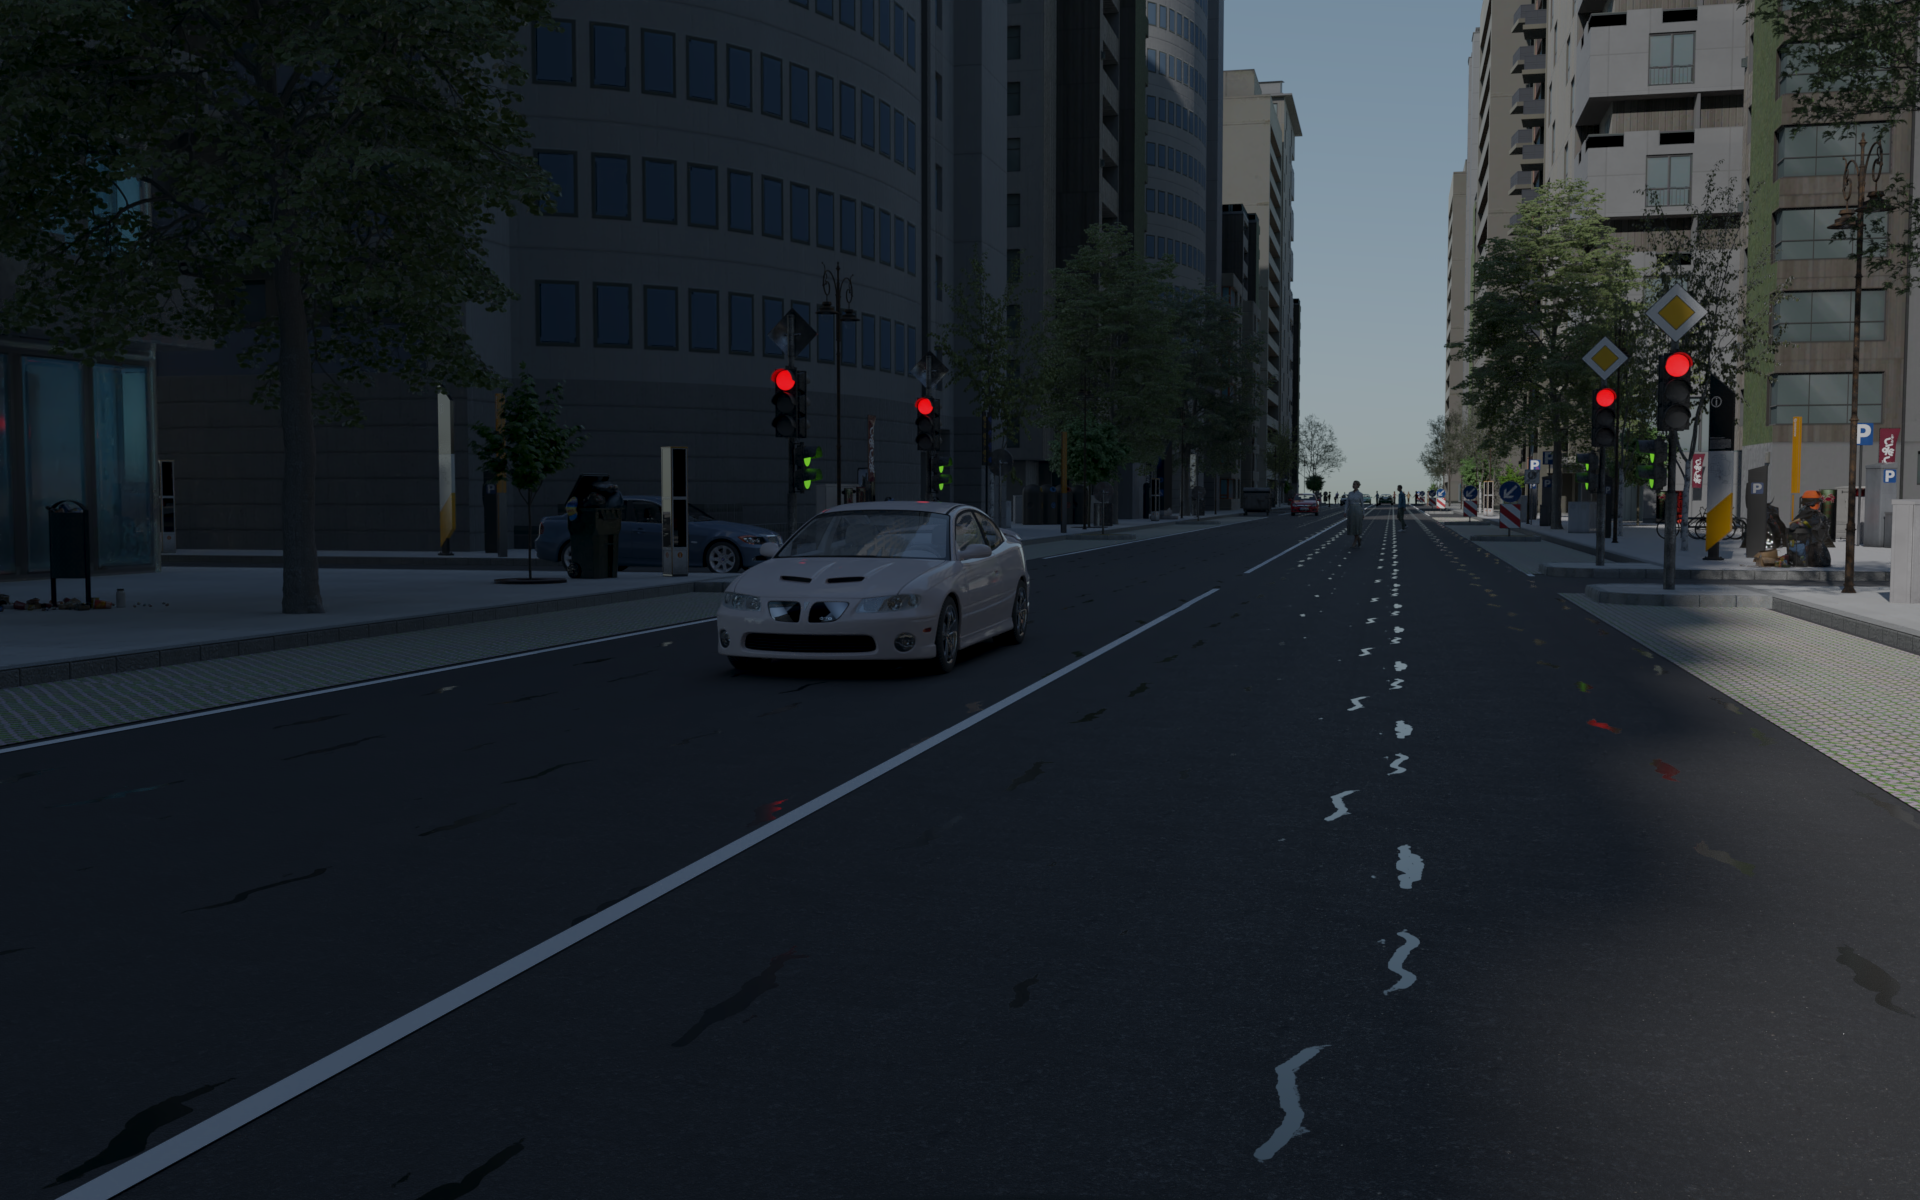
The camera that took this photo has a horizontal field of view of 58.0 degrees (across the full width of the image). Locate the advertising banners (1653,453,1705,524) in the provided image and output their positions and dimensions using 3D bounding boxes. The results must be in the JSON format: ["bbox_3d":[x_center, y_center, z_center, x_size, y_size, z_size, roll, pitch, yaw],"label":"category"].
[{"bbox_3d":[31.072,-4.809,74.809,2.074,3.025,0.090,0,4,7],"label":"advertising banners"}]

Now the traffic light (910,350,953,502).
[{"bbox_3d":[-0.593,-2.752,33.914,0.839,4.253,0.868,1,4,14],"label":"traffic light"}]

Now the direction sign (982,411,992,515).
[{"bbox_3d":[0.736,-3.410,47.752,0.379,3.537,0.876,1,4,17],"label":"direction sign"}]

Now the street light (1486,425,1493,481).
[{"bbox_3d":[31.374,-7.932,102.478,0.468,5.910,1.993,1,4,14],"label":"street light"}]

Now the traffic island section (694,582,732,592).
[{"bbox_3d":[-2.565,-0.246,26.310,2.009,0.180,2.903,1,4,14],"label":"traffic island section"}]

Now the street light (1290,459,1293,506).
[{"bbox_3d":[36.266,-13.271,189.763,0.468,5.910,1.993,1,4,14],"label":"street light"}]

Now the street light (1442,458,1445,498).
[{"bbox_3d":[55.602,-13.846,199.174,0.468,5.910,1.993,1,4,14],"label":"street light"}]

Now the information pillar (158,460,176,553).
[{"bbox_3d":[-17.215,-2.020,37.524,0.304,2.012,0.304,3,5,43],"label":"information pillar"}]

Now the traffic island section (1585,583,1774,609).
[{"bbox_3d":[9.554,-0.062,23.289,2.009,0.180,2.903,1,4,14],"label":"traffic island section"}]

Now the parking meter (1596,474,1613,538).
[{"bbox_3d":[18.747,-2.731,50.371,0.399,1.863,0.255,-2,4,-23],"label":"parking meter"}]

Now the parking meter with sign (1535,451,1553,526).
[{"bbox_3d":[23.606,-4.486,69.612,0.543,3.016,1.738,2,4,23],"label":"parking meter with sign"}]

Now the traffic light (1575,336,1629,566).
[{"bbox_3d":[11.454,-2.569,30.932,0.839,4.253,0.868,1,4,14],"label":"traffic light"}]

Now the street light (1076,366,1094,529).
[{"bbox_3d":[4.518,-5.494,62.620,0.468,5.910,1.993,1,4,14],"label":"street light"}]

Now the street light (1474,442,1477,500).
[{"bbox_3d":[35.885,-9.022,120.298,0.468,5.910,1.993,1,4,14],"label":"street light"}]

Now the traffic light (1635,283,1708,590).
[{"bbox_3d":[9.518,-2.096,23.184,0.839,4.253,0.868,1,4,14],"label":"traffic light"}]

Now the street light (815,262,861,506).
[{"bbox_3d":[-2.426,-3.782,34.623,0.468,5.910,1.993,1,4,14],"label":"street light"}]

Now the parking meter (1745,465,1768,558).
[{"bbox_3d":[15.994,-1.779,34.805,0.399,1.863,0.255,2,4,26],"label":"parking meter"}]

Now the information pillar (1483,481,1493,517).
[{"bbox_3d":[30.458,-5.849,100.130,0.304,2.012,0.304,2,4,29],"label":"information pillar"}]

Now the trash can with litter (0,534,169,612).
[{"bbox_3d":[-10.286,-0.522,19.591,2.233,1.210,1.678,1,4,19],"label":"trash can with litter"}]

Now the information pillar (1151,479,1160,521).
[{"bbox_3d":[9.231,-4.734,81.900,0.304,2.012,0.304,3,5,45],"label":"information pillar"}]

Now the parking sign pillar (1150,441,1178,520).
[{"bbox_3d":[10.343,-6.068,87.681,1.447,3.967,1.447,2,4,25],"label":"parking sign pillar"}]

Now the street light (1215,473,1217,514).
[{"bbox_3d":[16.097,-8.326,108.914,0.468,5.910,1.993,1,4,14],"label":"street light"}]

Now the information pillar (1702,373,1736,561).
[{"bbox_3d":[14.661,-2.572,33.413,0.183,3.616,0.504,-3,5,-41],"label":"information pillar"}]

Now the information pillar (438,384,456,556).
[{"bbox_3d":[-10.675,-2.731,36.002,0.504,3.616,0.183,3,5,43],"label":"information pillar"}]

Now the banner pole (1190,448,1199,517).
[{"bbox_3d":[12.923,-6.444,95.370,0.401,3.779,0.863,-2,4,-31],"label":"banner pole"}]

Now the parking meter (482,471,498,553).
[{"bbox_3d":[-10.137,-1.951,37.610,0.399,1.863,0.255,1,4,9],"label":"parking meter"}]

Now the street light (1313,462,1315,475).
[{"bbox_3d":[50.447,-16.755,246.734,0.468,5.910,1.993,1,4,14],"label":"street light"}]

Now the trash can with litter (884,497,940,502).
[{"bbox_3d":[-0.941,-2.208,47.160,1.678,1.210,2.233,2,4,24],"label":"trash can with litter"}]

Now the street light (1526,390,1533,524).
[{"bbox_3d":[24.240,-6.174,73.738,0.468,5.910,1.993,1,4,14],"label":"street light"}]

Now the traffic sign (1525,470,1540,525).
[{"bbox_3d":[23.672,-4.256,71.718,0.606,2.300,0.079,1,4,15],"label":"traffic sign"}]

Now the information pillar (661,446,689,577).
[{"bbox_3d":[-4.434,-1.373,26.935,0.304,2.012,0.304,-3,5,-40],"label":"information pillar"}]

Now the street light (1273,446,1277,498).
[{"bbox_3d":[30.106,-11.783,165.436,0.468,5.910,1.993,1,4,14],"label":"street light"}]

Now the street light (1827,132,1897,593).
[{"bbox_3d":[11.540,-3.029,22.308,0.468,5.910,1.993,1,4,14],"label":"street light"}]

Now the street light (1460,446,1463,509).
[{"bbox_3d":[43.132,-10.770,148.871,0.468,5.910,1.993,1,4,14],"label":"street light"}]

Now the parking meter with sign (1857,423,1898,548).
[{"bbox_3d":[22.143,-2.777,41.665,0.543,3.016,1.738,0,4,-4],"label":"parking meter with sign"}]

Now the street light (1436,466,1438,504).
[{"bbox_3d":[62.615,-15.558,227.153,0.468,5.910,1.993,1,4,14],"label":"street light"}]

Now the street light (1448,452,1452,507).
[{"bbox_3d":[50.131,-12.508,177.294,0.468,5.910,1.993,1,4,14],"label":"street light"}]

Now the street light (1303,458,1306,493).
[{"bbox_3d":[43.373,-15.005,218.115,0.468,5.910,1.993,1,4,14],"label":"street light"}]

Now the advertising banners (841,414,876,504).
[{"bbox_3d":[-2.167,-2.532,37.584,0.090,3.025,2.074,1,4,17],"label":"advertising banners"}]

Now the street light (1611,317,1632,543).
[{"bbox_3d":[17.187,-4.433,45.274,0.468,5.910,1.993,1,4,14],"label":"street light"}]

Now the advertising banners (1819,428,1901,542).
[{"bbox_3d":[23.785,-3.041,45.911,2.074,3.025,0.090,0,4,8],"label":"advertising banners"}]

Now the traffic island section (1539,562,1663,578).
[{"bbox_3d":[11.490,-0.536,31.037,2.009,0.180,2.903,1,4,14],"label":"traffic island section"}]

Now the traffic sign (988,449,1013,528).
[{"bbox_3d":[1.120,-2.970,48.668,0.768,2.556,0.104,1,4,23],"label":"traffic sign"}]

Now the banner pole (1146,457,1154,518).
[{"bbox_3d":[10.272,-6.335,93.586,0.863,3.779,0.401,-3,4,-36],"label":"banner pole"}]

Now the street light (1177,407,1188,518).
[{"bbox_3d":[11.692,-7.238,91.124,0.468,5.910,1.993,1,4,14],"label":"street light"}]

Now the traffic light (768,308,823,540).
[{"bbox_3d":[-2.528,-2.278,26.166,0.839,4.253,0.868,1,4,14],"label":"traffic light"}]

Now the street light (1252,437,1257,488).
[{"bbox_3d":[23.154,-10.045,137.019,0.468,5.910,1.993,1,4,14],"label":"street light"}]
